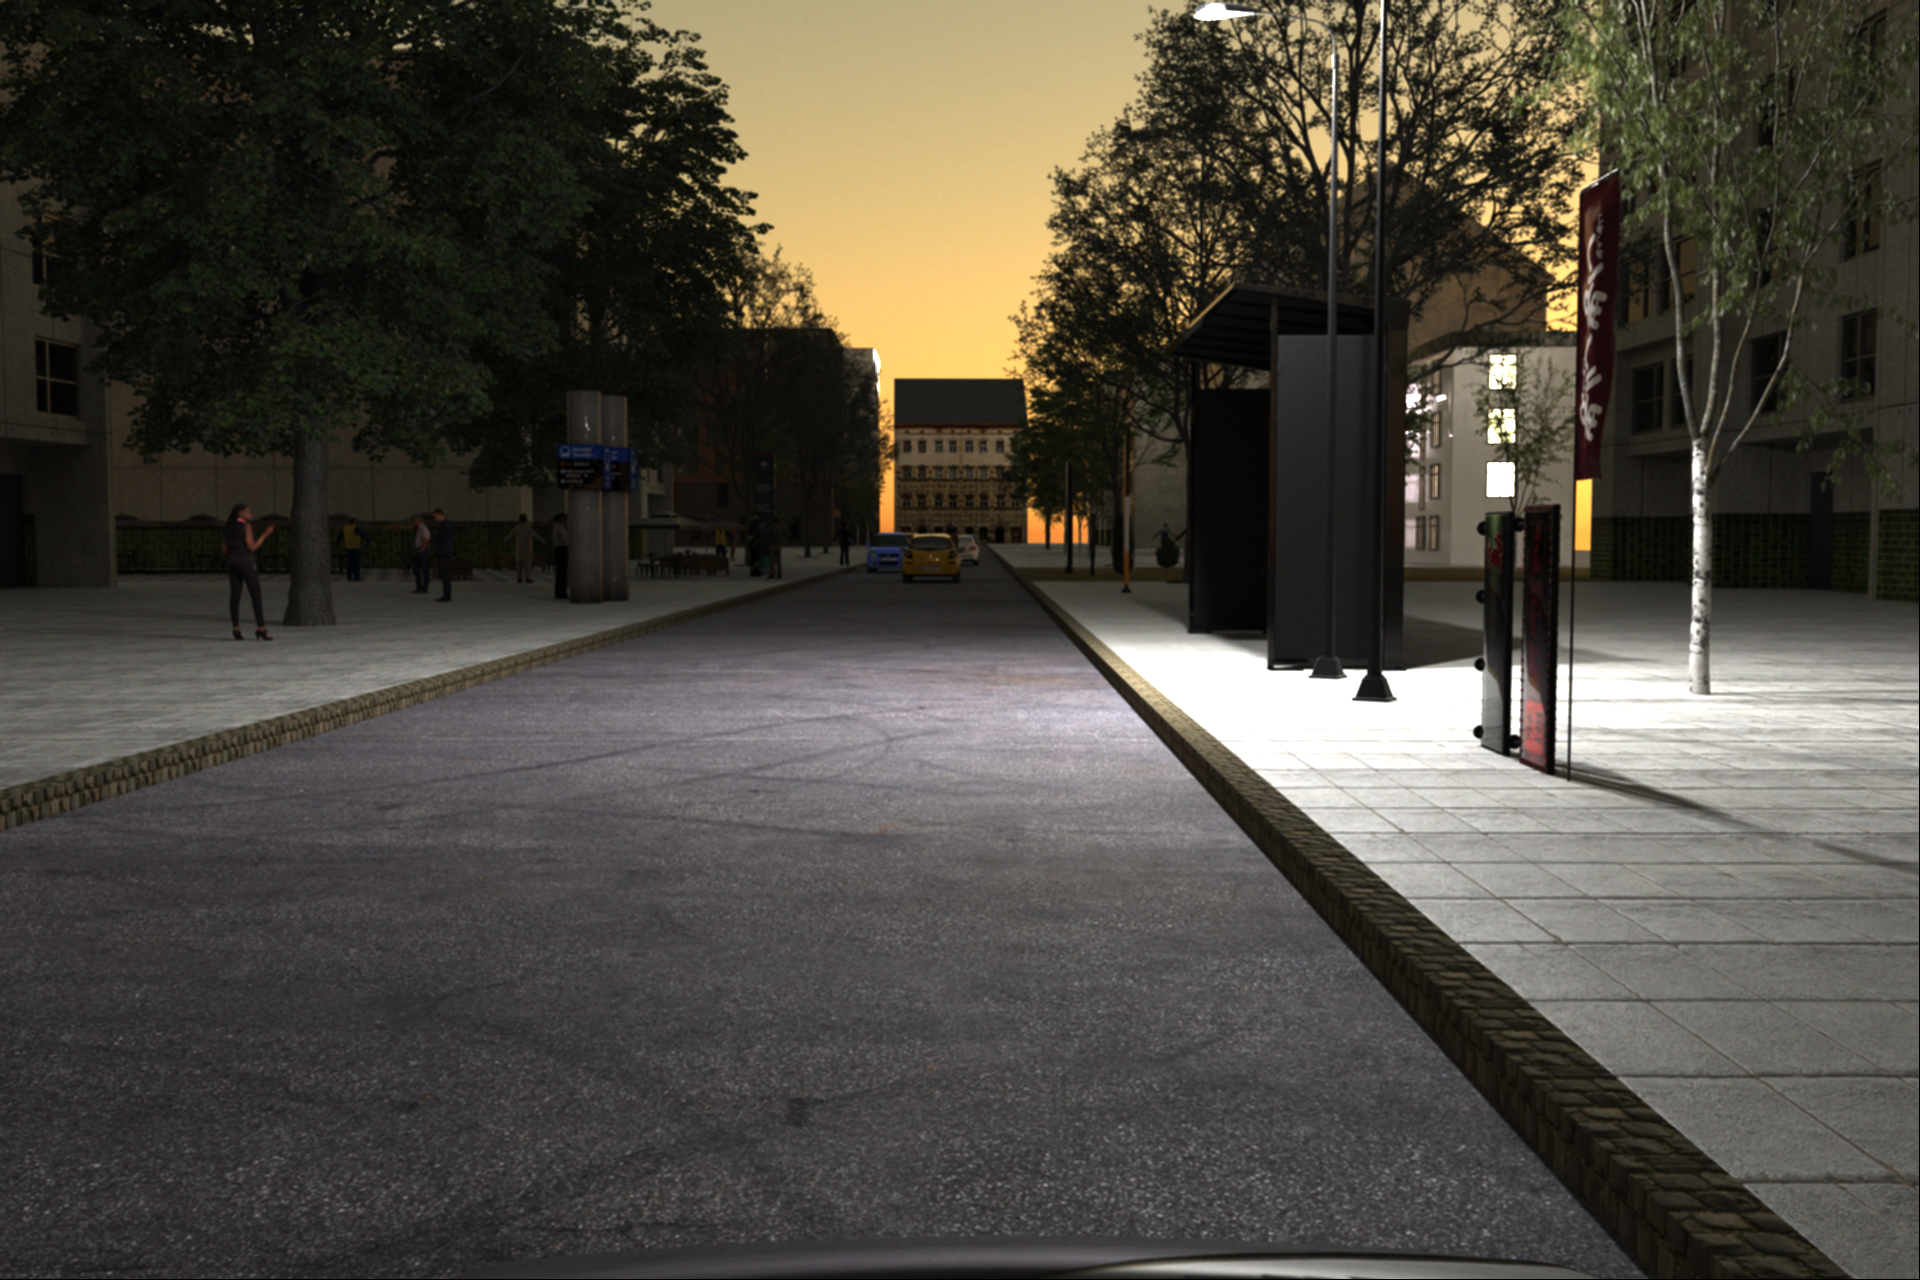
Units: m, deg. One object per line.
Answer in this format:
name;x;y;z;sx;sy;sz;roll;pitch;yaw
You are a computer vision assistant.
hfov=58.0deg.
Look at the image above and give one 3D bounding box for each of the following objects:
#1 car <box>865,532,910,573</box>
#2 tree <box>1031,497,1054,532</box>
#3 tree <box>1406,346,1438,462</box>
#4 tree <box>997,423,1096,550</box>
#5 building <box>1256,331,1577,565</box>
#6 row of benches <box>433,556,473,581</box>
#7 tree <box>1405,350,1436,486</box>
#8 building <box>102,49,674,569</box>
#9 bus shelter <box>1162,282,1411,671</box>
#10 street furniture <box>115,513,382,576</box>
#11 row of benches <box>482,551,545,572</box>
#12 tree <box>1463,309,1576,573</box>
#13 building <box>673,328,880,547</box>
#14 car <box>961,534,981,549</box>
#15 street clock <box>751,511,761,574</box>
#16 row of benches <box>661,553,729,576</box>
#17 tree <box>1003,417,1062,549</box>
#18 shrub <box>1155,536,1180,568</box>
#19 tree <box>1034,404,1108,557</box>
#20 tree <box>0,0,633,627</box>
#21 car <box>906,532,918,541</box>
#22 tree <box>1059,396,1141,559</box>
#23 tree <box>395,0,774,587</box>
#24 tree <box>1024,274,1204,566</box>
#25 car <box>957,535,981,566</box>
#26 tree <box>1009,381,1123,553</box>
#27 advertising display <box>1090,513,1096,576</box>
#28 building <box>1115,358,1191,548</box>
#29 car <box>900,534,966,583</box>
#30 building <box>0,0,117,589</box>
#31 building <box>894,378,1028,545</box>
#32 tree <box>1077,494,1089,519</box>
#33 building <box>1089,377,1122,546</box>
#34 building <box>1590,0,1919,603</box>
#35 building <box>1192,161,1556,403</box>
car;-2.593;-3.414;65.404;1.945;1.707;3.694;0;4;1
tree;11.883;-17.631;238.623;4.737;8.622;4.395;0;3;0
tree;12.794;-6.409;55.142;4.737;8.622;4.395;0;3;0
tree;7.130;-12.576;140.035;8.767;10.594;7.601;0;4;1
building;21.353;-8.791;85.877;9.099;9.664;28.070;0;4;1
row of benches;-14.410;-2.060;49.137;1.422;0.672;4.104;-1;4;-23
tree;16.254;-7.076;66.063;4.737;8.622;4.395;0;3;0
building;-24.365;-13.020;79.340;16.747;18.905;31.486;0;4;1
bus shelter;3.434;-1.712;19.277;1.731;3.624;6.357;0;4;0
street furniture;-33.402;-3.033;54.622;27.439;1.986;14.083;1;4;13
row of benches;-15.513;-2.736;60.203;1.422;0.672;4.104;-3;4;-37
tree;18.222;-6.530;57.131;4.360;8.622;3.978;0;3;0
building;-23.333;-21.054;188.203;27.936;21.610;32.646;0;4;0
car;0.644;-7.520;134.959;2.014;1.417;4.499;0;4;1
street clock;-6.443;-3.066;54.702;0.358;2.002;0.471;0;4;2
row of benches;-8.489;-2.422;55.059;1.422;0.672;4.104;-2;4;-32
tree;7.630;-13.850;152.200;9.928;11.665;9.643;0;3;0
shrub;7.833;-3.321;65.416;1.383;1.207;1.383;0;3;0
tree;6.878;-8.925;96.285;4.360;8.622;3.978;0;3;0
tree;-9.201;-7.179;24.037;9.857;13.997;8.962;0;3;0
car;-2.546;-4.598;84.215;2.155;1.783;4.494;0;3;0
tree;6.499;-8.425;88.108;4.360;8.622;3.978;0;3;0
tree;-9.431;-8.271;41.889;9.857;13.997;8.962;0;3;0
tree;6.277;-8.798;69.599;9.928;11.665;9.643;0;3;0
car;-0.059;-4.120;79.724;2.083;1.381;4.827;0;4;1
tree;7.086;-12.009;114.467;7.486;12.596;7.792;0;3;0
advertising display;4.069;-2.935;53.207;0.123;1.923;0.974;0;4;1
building;25.460;-20.674;168.945;19.493;23.208;18.063;0;4;1
car;-0.834;-2.571;52.255;2.015;1.641;3.980;0;4;1
building;-29.023;-9.753;25.916;16.747;18.905;31.486;0;4;1
building;-0.148;-25.068;243.238;18.063;23.208;19.493;0;4;-2
tree;19.067;-18.519;237.196;7.601;10.594;8.767;1;4;10
building;24.087;-20.081;194.781;16.747;18.905;31.486;0;3;0
building;26.149;-10.183;32.956;16.747;18.905;31.486;0;4;1
building;25.478;-17.161;111.505;19.493;23.208;18.063;0;4;1
